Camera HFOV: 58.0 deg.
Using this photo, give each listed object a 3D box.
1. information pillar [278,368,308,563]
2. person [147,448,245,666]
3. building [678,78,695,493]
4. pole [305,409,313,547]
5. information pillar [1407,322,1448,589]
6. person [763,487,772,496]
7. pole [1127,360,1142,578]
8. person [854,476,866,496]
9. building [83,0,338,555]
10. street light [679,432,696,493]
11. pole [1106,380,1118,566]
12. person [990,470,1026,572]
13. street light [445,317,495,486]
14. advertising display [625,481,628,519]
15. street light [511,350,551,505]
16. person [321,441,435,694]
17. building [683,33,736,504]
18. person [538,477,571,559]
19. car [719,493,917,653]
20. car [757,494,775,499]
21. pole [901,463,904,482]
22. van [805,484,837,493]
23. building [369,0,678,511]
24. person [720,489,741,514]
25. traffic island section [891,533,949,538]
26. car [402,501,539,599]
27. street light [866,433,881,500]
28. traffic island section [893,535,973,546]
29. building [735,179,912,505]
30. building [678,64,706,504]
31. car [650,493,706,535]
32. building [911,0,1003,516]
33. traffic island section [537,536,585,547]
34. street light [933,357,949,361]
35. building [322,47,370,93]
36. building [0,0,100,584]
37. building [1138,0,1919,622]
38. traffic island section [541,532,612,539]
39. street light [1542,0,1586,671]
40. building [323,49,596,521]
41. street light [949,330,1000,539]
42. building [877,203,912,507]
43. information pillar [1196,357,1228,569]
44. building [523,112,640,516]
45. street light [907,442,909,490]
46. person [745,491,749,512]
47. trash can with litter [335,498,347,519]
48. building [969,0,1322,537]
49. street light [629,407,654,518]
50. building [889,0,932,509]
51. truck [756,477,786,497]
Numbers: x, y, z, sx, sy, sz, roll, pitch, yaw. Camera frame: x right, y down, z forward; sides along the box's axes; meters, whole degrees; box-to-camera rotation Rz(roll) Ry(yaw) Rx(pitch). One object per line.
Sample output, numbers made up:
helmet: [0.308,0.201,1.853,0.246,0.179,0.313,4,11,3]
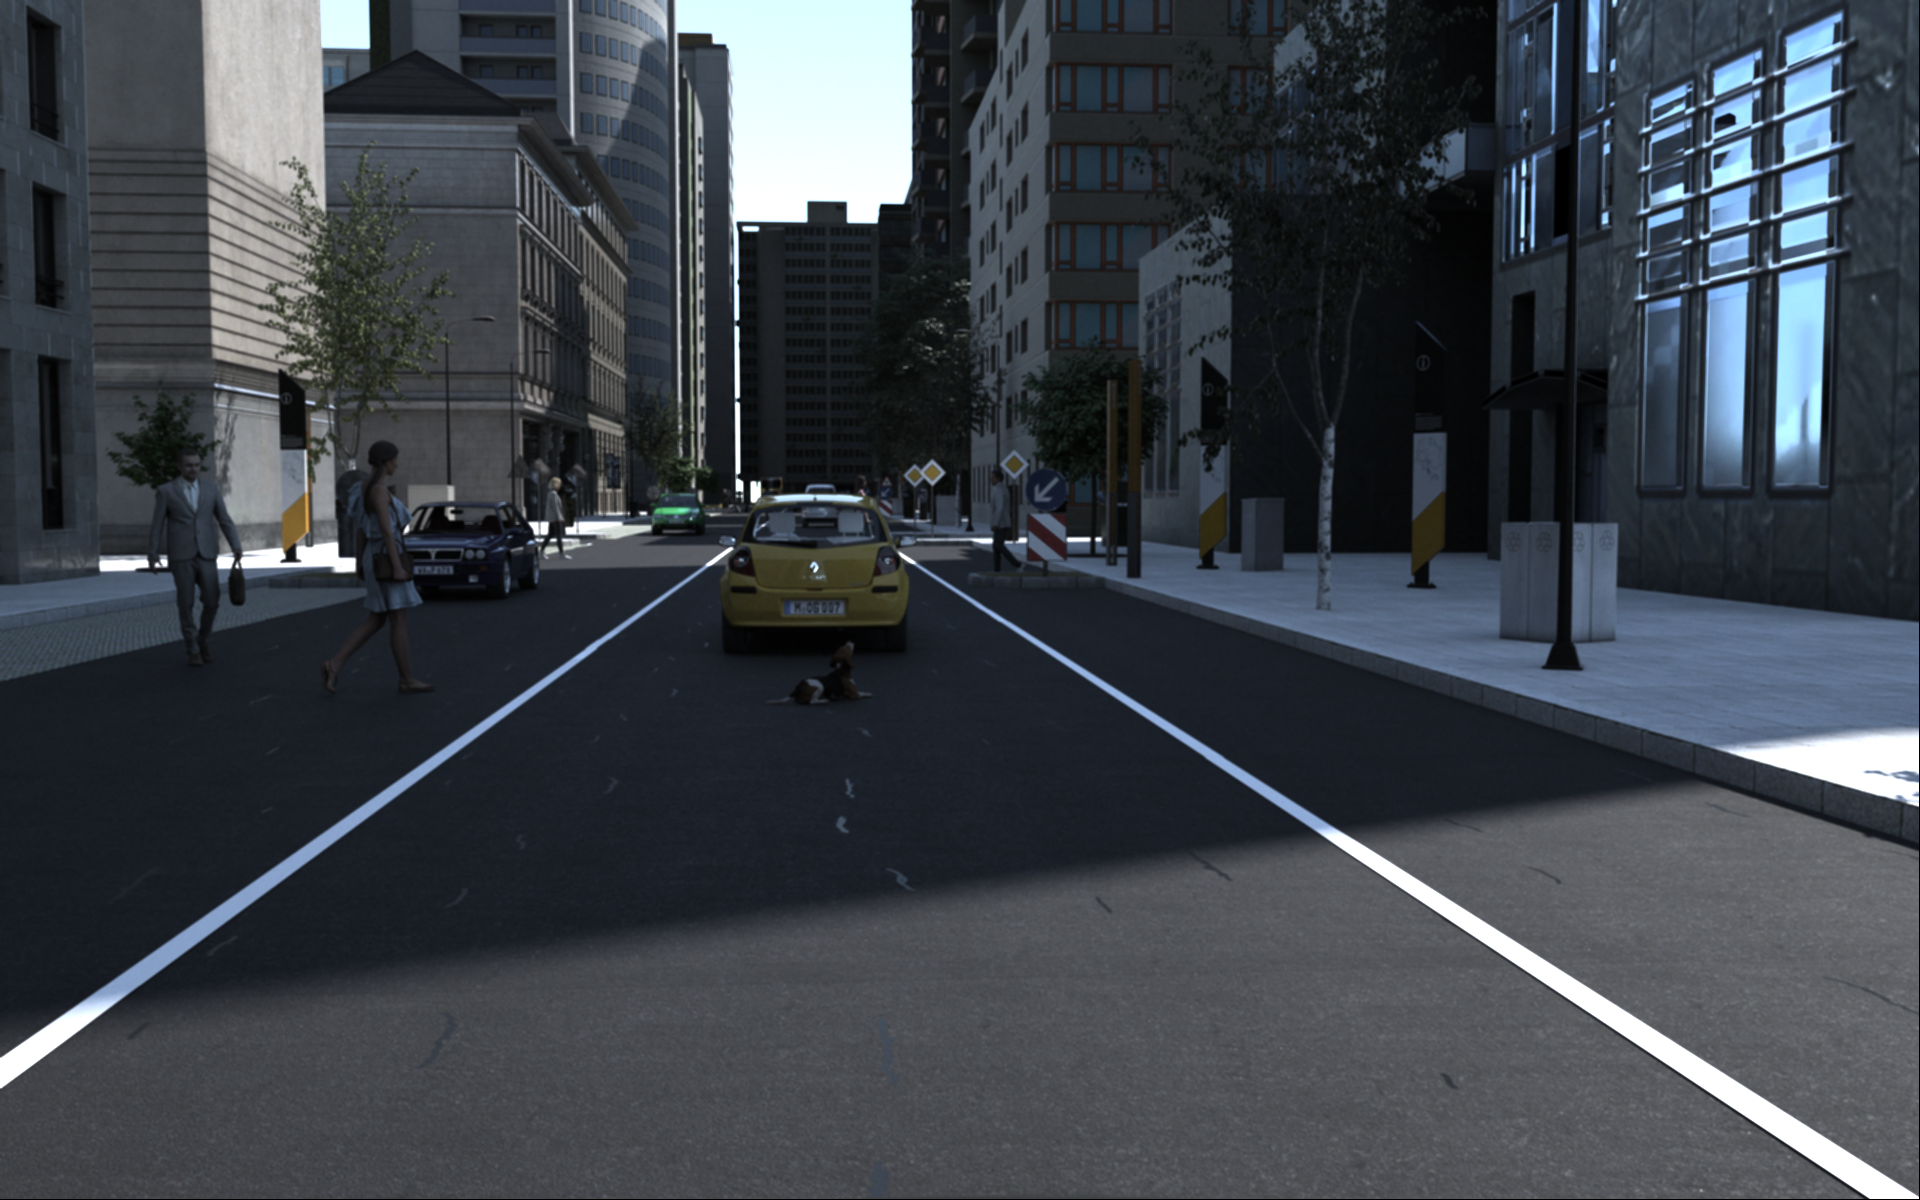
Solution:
information pillar: [-12.449,-2.506,32.331,0.504,3.616,0.183,0,4,5]
person: [-6.395,-0.360,14.503,0.709,1.813,0.853,-3,5,-41]
building: [-32.897,-29.426,164.703,14.154,41.232,14.086,0,4,-5]
pole: [-15.684,-2.924,41.657,0.158,3.312,0.155,0,3,0]
information pillar: [6.360,-1.966,23.497,0.183,3.616,0.504,-3,5,-40]
person: [-10.219,-5.122,92.425,0.721,1.800,0.419,-1,4,-16]
pole: [2.664,-1.992,26.419,0.158,3.312,0.155,0,3,0]
person: [-2.079,-1.749,37.106,0.388,1.821,0.555,-2,4,-30]
building: [-24.971,-11.666,39.895,18.267,20.994,9.793,0,4,-5]
street light: [-20.345,-9.577,129.120,1.470,5.913,1.316,0,4,-5]
pole: [2.725,-2.275,31.042,0.158,3.312,0.155,0,3,0]
person: [0.760,-1.279,29.265,0.795,1.843,0.661,1,4,15]
street light: [-12.871,-4.458,45.423,1.470,5.913,1.316,0,4,-5]
advertising display: [-16.976,-5.074,88.168,0.123,1.923,0.974,-1,4,-11]
street light: [-13.854,-5.090,55.766,1.470,5.913,1.316,0,4,-5]
person: [-4.147,-0.230,12.354,0.778,1.811,0.616,-2,4,-29]
building: [-43.433,-41.732,224.314,28.212,58.520,21.231,0,4,-5]
person: [-8.995,-1.813,38.323,0.728,1.800,0.709,-1,4,-17]
car: [-1.411,-0.422,17.120,2.015,1.641,3.980,0,4,-4]
car: [-17.840,-9.316,161.359,2.155,1.783,4.494,0,4,-7]
pole: [-3.759,-7.345,113.932,0.158,3.312,0.155,0,3,0]
van: [-6.108,-4.227,76.126,2.013,2.044,4.112,0,4,-4]
building: [-34.774,-36.747,142.812,21.231,58.520,28.212,0,4,-5]
person: [-16.837,-7.218,126.730,1.509,1.804,0.699,1,4,12]
traffic island section: [-1.464,-2.129,57.095,2.009,0.180,2.903,0,4,-5]
car: [-7.148,-0.749,24.828,1.945,1.354,3.894,0,4,-5]
street light: [-6.600,-9.751,131.967,1.470,5.913,1.316,0,4,-5]
traffic island section: [-0.762,-1.643,49.141,2.009,0.180,2.903,0,4,-5]
building: [-17.790,-33.056,232.347,23.993,40.220,32.217,0,4,-5]
building: [-39.602,-34.775,192.277,21.600,48.544,21.300,0,4,-5]
car: [-9.998,-3.227,61.564,1.959,1.807,4.718,0,4,-7]
building: [8.322,-27.777,108.774,22.147,44.769,28.867,0,4,-5]
traffic island section: [-11.711,-1.584,48.183,2.009,0.180,2.903,0,4,-5]
street light: [-0.205,-5.285,58.945,1.470,5.913,1.316,0,4,-5]
building: [-65.468,-34.843,189.295,30.456,49.044,23.786,0,4,-5]
building: [-17.982,-9.977,17.871,10.420,20.320,16.860,0,4,-5]
building: [17.384,-43.926,30.860,22.319,86.520,31.000,0,4,-5]
traffic island section: [-12.413,-2.071,56.137,2.009,0.180,2.903,0,4,-5]
street light: [3.907,-2.446,12.535,1.470,5.913,1.316,0,4,-5]
building: [-23.845,-13.819,76.844,10.553,20.767,40.483,0,4,-5]
street light: [0.550,-4.684,49.129,1.470,5.913,1.316,0,4,-5]
building: [-1.356,-24.648,174.701,14.160,30.474,14.107,0,4,-5]
information pillar: [4.308,-2.333,29.503,0.504,3.616,0.183,3,4,39]
building: [-30.116,-17.020,111.568,16.112,22.955,30.059,0,4,-5]
street light: [-3.391,-7.509,95.314,1.470,5.913,1.316,0,4,-5]
person: [-16.844,-7.806,137.052,0.530,1.710,0.541,1,4,19]
trash can with litter: [-20.050,-2.759,56.503,0.624,1.170,1.055,1,4,20]
building: [16.025,-13.769,70.161,28.899,21.520,27.650,0,4,-5]
street light: [-17.068,-7.361,92.889,1.470,5.913,1.316,0,4,-5]
building: [4.265,-43.868,155.491,20.563,71.187,20.611,0,4,-5]
truck: [-22.083,-12.669,203.070,3.469,3.379,9.791,0,4,-5]
